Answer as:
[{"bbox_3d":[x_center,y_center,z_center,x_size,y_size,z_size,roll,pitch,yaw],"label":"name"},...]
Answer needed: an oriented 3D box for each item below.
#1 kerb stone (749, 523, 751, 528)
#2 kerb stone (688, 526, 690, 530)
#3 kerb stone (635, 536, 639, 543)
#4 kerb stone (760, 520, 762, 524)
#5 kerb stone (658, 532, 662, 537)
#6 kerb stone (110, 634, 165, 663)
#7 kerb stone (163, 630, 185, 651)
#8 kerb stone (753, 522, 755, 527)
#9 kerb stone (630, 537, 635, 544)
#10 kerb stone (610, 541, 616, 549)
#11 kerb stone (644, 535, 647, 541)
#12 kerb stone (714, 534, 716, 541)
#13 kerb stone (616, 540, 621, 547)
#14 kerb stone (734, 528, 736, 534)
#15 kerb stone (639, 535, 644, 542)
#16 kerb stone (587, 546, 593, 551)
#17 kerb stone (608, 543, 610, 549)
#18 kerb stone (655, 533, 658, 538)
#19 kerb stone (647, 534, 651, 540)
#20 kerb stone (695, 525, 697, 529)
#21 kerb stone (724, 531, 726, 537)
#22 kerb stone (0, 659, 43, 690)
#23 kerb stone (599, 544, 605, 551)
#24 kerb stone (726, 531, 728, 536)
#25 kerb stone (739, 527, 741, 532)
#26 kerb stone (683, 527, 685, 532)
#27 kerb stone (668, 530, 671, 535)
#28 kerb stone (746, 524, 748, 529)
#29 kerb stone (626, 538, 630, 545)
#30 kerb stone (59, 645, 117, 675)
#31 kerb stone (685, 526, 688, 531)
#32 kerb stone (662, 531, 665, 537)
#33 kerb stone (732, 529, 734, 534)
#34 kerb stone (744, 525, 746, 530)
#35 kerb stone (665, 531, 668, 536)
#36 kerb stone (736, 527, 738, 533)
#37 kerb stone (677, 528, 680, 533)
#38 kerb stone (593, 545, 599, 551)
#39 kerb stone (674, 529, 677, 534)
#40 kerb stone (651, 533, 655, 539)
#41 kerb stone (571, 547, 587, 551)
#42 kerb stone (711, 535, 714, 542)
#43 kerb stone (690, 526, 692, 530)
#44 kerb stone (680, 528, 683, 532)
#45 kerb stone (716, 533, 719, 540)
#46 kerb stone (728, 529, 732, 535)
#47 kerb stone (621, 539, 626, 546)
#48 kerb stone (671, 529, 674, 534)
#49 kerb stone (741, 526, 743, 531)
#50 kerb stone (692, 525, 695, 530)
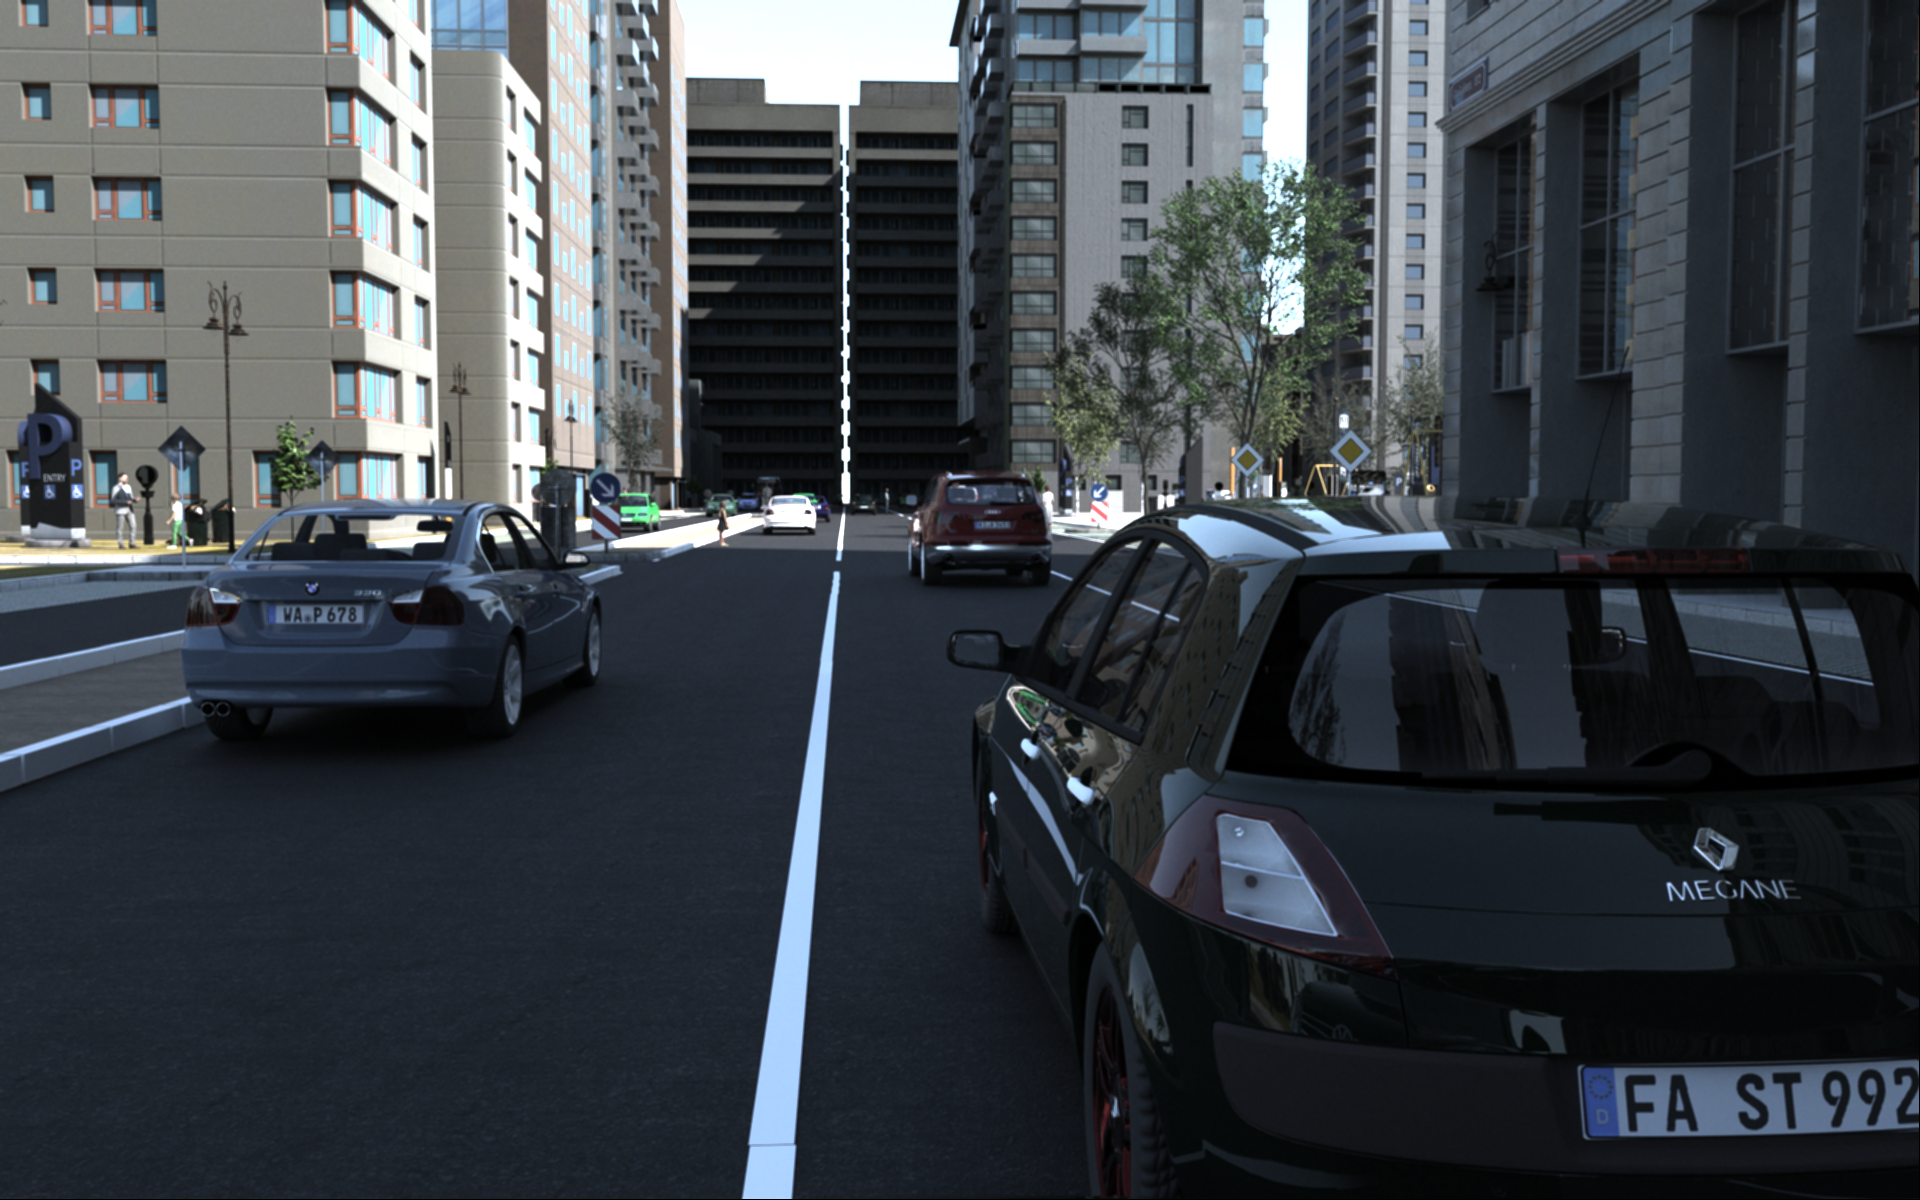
[{"bbox_3d":[-8.774,-2.980,70.962,0.120,0.150,1.000,0,4,-4],"label":"kerb stone"},{"bbox_3d":[-10.604,-2.727,66.774,0.120,0.150,1.000,0,4,-4],"label":"kerb stone"},{"bbox_3d":[-9.530,-1.724,50.382,0.120,0.150,1.000,0,4,-4],"label":"kerb stone"},{"bbox_3d":[-9.384,-3.546,80.170,0.120,0.150,1.000,0,4,-4],"label":"kerb stone"},{"bbox_3d":[-9.936,-2.100,56.537,0.120,0.150,1.000,0,4,-4],"label":"kerb stone"},{"bbox_3d":[-7.204,0.436,15.072,0.120,0.150,1.000,0,4,-4],"label":"kerb stone"},{"bbox_3d":[-7.270,0.376,16.092,0.120,0.150,1.000,0,4,-4],"label":"kerb stone"},{"bbox_3d":[-8.975,-3.170,74.032,0.120,0.150,1.000,0,4,-4],"label":"kerb stone"},{"bbox_3d":[-9.457,-1.662,49.362,0.120,0.150,1.000,0,4,-4],"label":"kerb stone"},{"bbox_3d":[-9.186,-1.405,45.264,0.120,0.150,1.000,0,4,-4],"label":"kerb stone"},{"bbox_3d":[-9.665,-1.849,52.434,0.120,0.150,1.000,0,4,-4],"label":"kerb stone"},{"bbox_3d":[-7.571,-1.856,52.555,0.120,0.150,1.000,0,4,-4],"label":"kerb stone"},{"bbox_3d":[-9.259,-1.470,46.291,0.120,0.150,1.000,0,4,-4],"label":"kerb stone"},{"bbox_3d":[-8.172,-2.419,61.749,0.120,0.150,1.000,0,4,-4],"label":"kerb stone"},{"bbox_3d":[-9.586,-1.787,51.412,0.120,0.150,1.000,0,4,-4],"label":"kerb stone"},{"bbox_3d":[-8.923,-1.161,41.170,0.120,0.150,1.000,0,4,-4],"label":"kerb stone"},{"bbox_3d":[-9.128,-1.343,44.235,0.120,0.150,1.000,0,4,-4],"label":"kerb stone"},{"bbox_3d":[-9.862,-2.038,55.510,0.120,0.150,1.000,0,4,-4],"label":"kerb stone"},{"bbox_3d":[-9.734,-1.911,53.459,0.120,0.150,1.000,0,4,-4],"label":"kerb stone"},{"bbox_3d":[-10.814,-2.915,69.849,0.120,0.150,1.000,0,4,-4],"label":"kerb stone"},{"bbox_3d":[-7.837,-2.106,56.636,0.120,0.150,1.000,0,4,-4],"label":"kerb stone"},{"bbox_3d":[-7.064,0.561,13.024,0.120,0.150,1.000,0,4,-4],"label":"kerb stone"},{"bbox_3d":[-9.057,-1.286,43.215,0.120,0.150,1.000,0,4,-4],"label":"kerb stone"},{"bbox_3d":[-7.903,-2.169,57.657,0.120,0.150,1.000,0,4,-4],"label":"kerb stone"},{"bbox_3d":[-8.384,-2.601,64.825,0.120,0.150,1.000,0,4,-4],"label":"kerb stone"},{"bbox_3d":[-10.476,-2.602,64.731,0.120,0.150,1.000,0,4,-4],"label":"kerb stone"},{"bbox_3d":[-10.132,-2.286,59.597,0.120,0.150,1.000,0,4,-4],"label":"kerb stone"},{"bbox_3d":[-8.637,-2.857,68.914,0.120,0.150,1.000,0,4,-4],"label":"kerb stone"},{"bbox_3d":[-9.396,-1.599,48.342,0.120,0.150,1.000,0,4,-4],"label":"kerb stone"},{"bbox_3d":[-7.136,0.502,14.051,0.120,0.150,1.000,0,4,-4],"label":"kerb stone"},{"bbox_3d":[-10.535,-2.664,65.754,0.120,0.150,1.000,0,4,-4],"label":"kerb stone"},{"bbox_3d":[-9.999,-2.163,57.557,0.120,0.150,1.000,0,4,-4],"label":"kerb stone"},{"bbox_3d":[-8.105,-2.357,60.729,0.120,0.150,1.000,0,4,-4],"label":"kerb stone"},{"bbox_3d":[-8.572,-2.794,67.886,0.120,0.150,1.000,0,4,-4],"label":"kerb stone"},{"bbox_3d":[-10.066,-2.222,58.577,0.120,0.150,1.000,0,4,-4],"label":"kerb stone"},{"bbox_3d":[-8.241,-2.477,62.770,0.120,0.150,1.000,0,4,-4],"label":"kerb stone"},{"bbox_3d":[-10.336,-2.472,62.685,0.120,0.150,1.000,0,4,-4],"label":"kerb stone"},{"bbox_3d":[-8.988,-1.223,42.191,0.120,0.150,1.000,0,4,-4],"label":"kerb stone"},{"bbox_3d":[-10.272,-2.414,61.661,0.120,0.150,1.000,0,4,-4],"label":"kerb stone"},{"bbox_3d":[-9.803,-1.975,54.490,0.120,0.150,1.000,0,4,-4],"label":"kerb stone"},{"bbox_3d":[-8.852,-1.093,40.145,0.120,0.150,1.000,0,4,-4],"label":"kerb stone"},{"bbox_3d":[-7.496,-1.794,51.532,0.120,0.150,1.000,0,4,-4],"label":"kerb stone"},{"bbox_3d":[-10.678,-2.784,67.798,0.120,0.150,1.000,0,4,-4],"label":"kerb stone"},{"bbox_3d":[-10.400,-2.535,63.712,0.120,0.150,1.000,0,4,-4],"label":"kerb stone"},{"bbox_3d":[-7.632,-1.918,53.576,0.120,0.150,1.000,0,4,-4],"label":"kerb stone"},{"bbox_3d":[-8.036,-2.290,59.708,0.120,0.150,1.000,0,4,-4],"label":"kerb stone"},{"bbox_3d":[-9.321,-1.536,47.311,0.120,0.150,1.000,0,4,-4],"label":"kerb stone"},{"bbox_3d":[-10.201,-2.350,60.625,0.120,0.150,1.000,0,4,-4],"label":"kerb stone"},{"bbox_3d":[-8.441,-2.670,65.846,0.120,0.150,1.000,0,4,-4],"label":"kerb stone"},{"bbox_3d":[-10.742,-2.852,68.825,0.120,0.150,1.000,0,4,-4],"label":"kerb stone"}]
